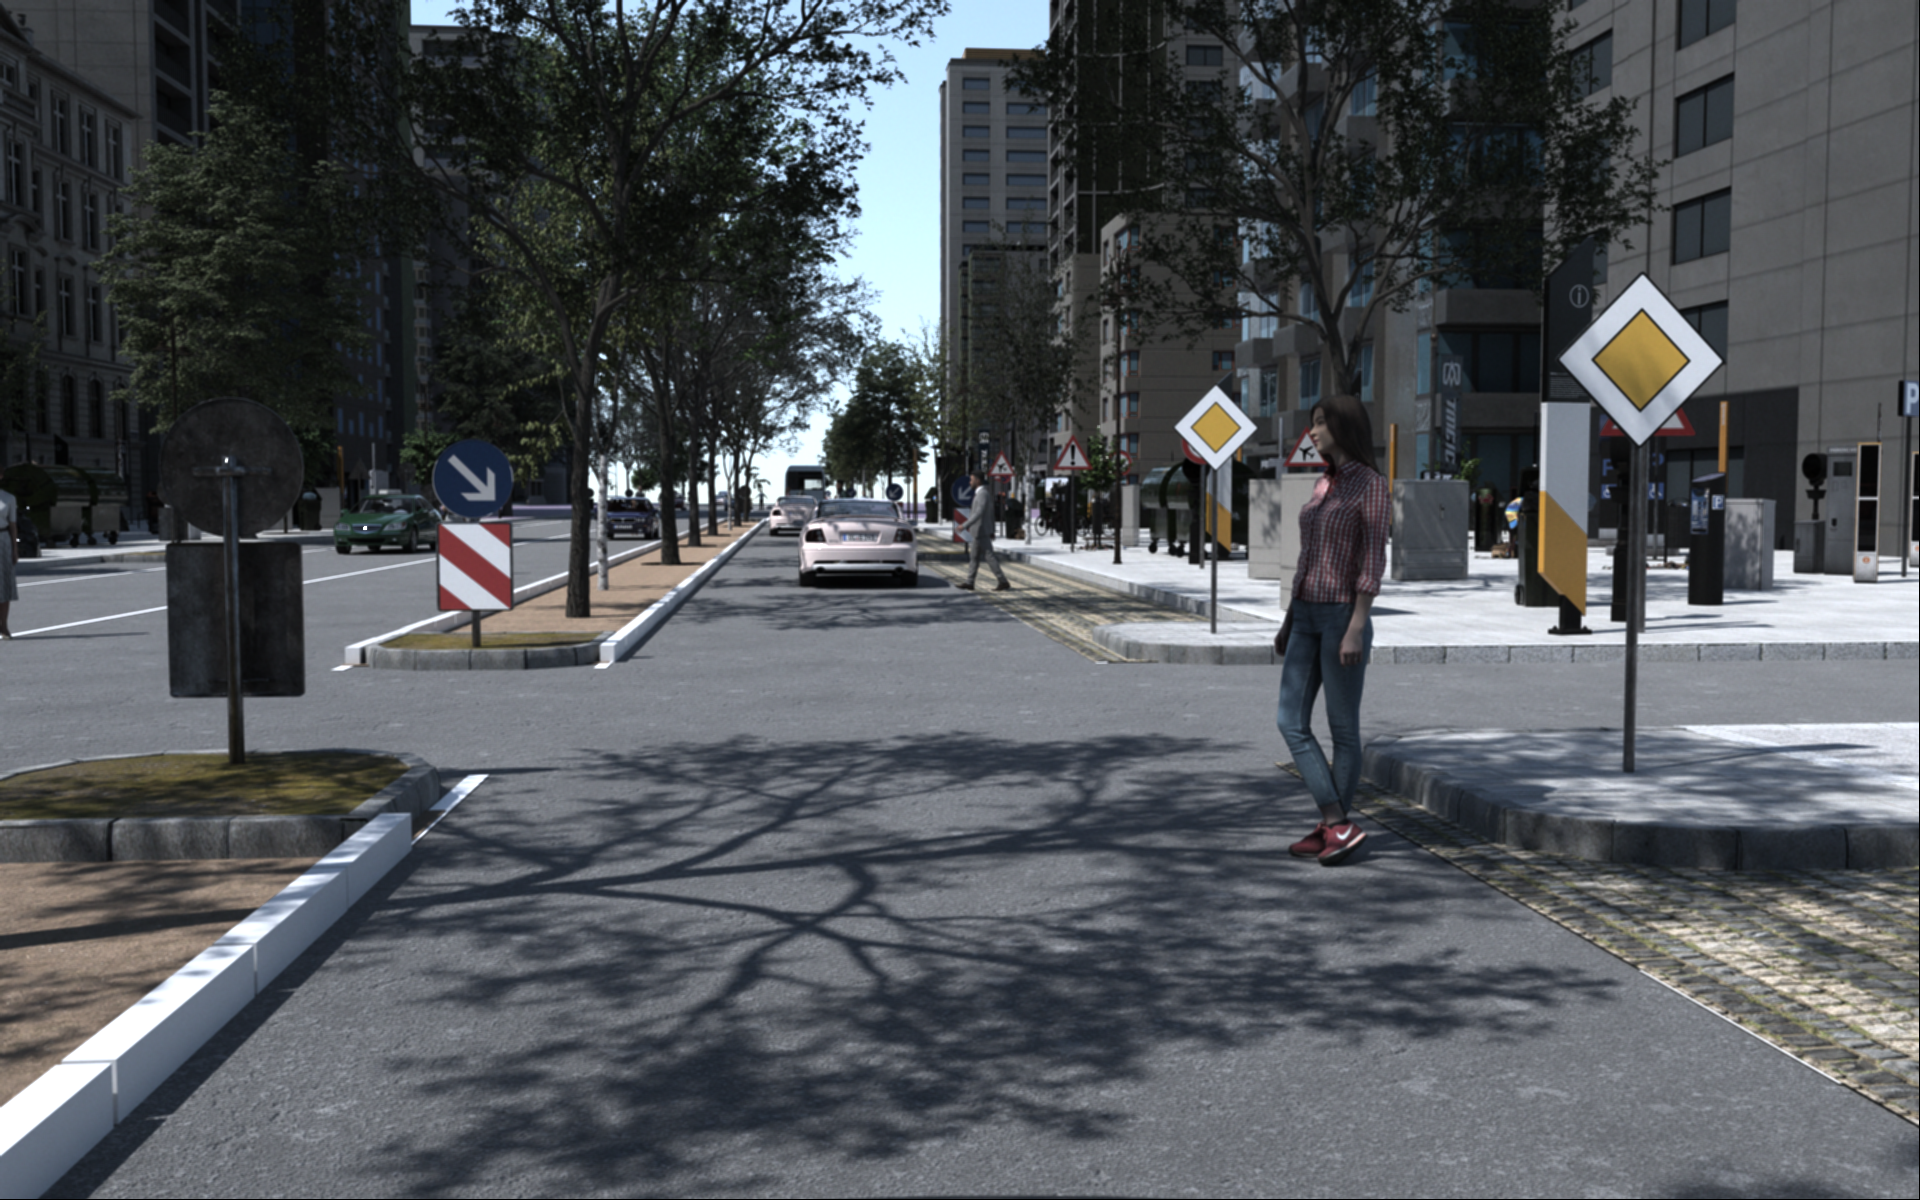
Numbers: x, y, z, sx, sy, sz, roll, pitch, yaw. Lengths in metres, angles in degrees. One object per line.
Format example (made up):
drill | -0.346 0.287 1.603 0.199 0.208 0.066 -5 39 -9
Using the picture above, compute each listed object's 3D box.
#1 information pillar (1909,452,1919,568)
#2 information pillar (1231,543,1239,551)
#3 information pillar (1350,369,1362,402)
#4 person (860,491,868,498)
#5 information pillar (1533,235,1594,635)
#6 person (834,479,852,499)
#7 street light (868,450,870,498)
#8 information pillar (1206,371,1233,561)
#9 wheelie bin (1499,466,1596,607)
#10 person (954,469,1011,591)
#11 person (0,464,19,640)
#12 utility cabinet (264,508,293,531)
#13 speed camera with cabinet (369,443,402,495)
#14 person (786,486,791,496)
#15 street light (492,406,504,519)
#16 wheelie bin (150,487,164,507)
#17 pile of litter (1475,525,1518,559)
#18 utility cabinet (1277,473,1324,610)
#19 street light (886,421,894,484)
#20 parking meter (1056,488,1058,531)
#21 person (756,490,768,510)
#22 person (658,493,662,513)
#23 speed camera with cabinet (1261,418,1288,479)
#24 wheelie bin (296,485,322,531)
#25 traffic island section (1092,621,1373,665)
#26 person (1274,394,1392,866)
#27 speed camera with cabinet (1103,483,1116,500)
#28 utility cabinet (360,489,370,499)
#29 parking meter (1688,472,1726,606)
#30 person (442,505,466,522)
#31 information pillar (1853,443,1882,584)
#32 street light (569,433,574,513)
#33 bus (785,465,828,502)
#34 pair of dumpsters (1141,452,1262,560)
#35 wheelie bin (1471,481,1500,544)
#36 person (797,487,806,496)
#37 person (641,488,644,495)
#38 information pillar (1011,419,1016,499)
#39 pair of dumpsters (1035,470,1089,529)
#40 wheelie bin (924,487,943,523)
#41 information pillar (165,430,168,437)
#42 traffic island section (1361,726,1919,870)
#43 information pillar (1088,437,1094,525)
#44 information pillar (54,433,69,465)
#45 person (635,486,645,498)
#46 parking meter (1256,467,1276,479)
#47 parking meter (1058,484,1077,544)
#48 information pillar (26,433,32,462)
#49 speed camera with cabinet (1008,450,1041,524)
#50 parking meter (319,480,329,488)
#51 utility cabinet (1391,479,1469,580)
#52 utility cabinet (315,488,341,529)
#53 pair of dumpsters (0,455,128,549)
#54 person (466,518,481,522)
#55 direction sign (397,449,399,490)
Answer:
information pillar | 16.830 -1.575 30.249 0.304 2.012 0.304 -2 4 -34
information pillar | 6.164 -2.131 39.328 0.304 2.012 0.304 2 4 25
information pillar | 7.350 -2.513 32.435 0.183 3.616 0.504 3 5 44
person | -4.718 -4.581 85.210 0.589 1.601 0.330 0 4 -1
information pillar | 5.508 -1.491 15.726 0.504 3.616 0.183 -1 4 -18
person | -3.186 -2.324 46.488 0.713 1.824 0.794 0 4 -2
street light | -7.225 -10.063 137.315 0.468 5.910 1.993 0 4 -5
information pillar | 4.962 -2.550 33.042 0.504 3.616 0.183 -1 4 -12
wheelie bin | 6.763 -0.728 19.804 0.980 1.594 0.693 1 4 9
person | 0.329 -1.020 25.459 0.850 1.792 0.678 0 4 6
person | -9.460 -0.480 16.923 0.480 1.755 0.524 -3 4 -37
utility cabinet | -24.160 -3.063 61.246 1.020 1.237 0.306 -2 4 -27
speed camera with cabinet | -22.075 -4.416 66.545 0.660 3.252 2.038 -3 4 -37
person | -8.780 -4.929 89.103 0.388 1.821 0.555 -1 4 -16
street light | -24.161 -7.217 90.791 0.468 5.910 1.993 0 4 -5
wheelie bin | -35.291 -4.179 76.236 0.980 1.594 0.693 -2 4 -35
pile of litter | 11.140 -1.264 34.635 1.719 0.858 1.176 1 4 16
utility cabinet | 3.795 -0.602 18.514 0.318 1.500 1.173 -1 4 -11
street light | -4.354 -8.270 107.997 0.468 5.910 1.993 0 4 -5
parking meter | 3.400 -3.041 58.127 0.372 1.533 0.369 0 3 0
person | -17.930 -9.040 156.289 1.348 1.826 0.705 -2 4 -30
person | -15.242 -4.932 89.528 0.661 1.777 0.834 -3 4 -38
speed camera with cabinet | 8.079 -3.134 45.579 0.660 3.252 2.038 0 4 -5
wheelie bin | -24.421 -3.472 64.671 0.980 1.594 0.693 -3 5 -43
traffic island section | 2.354 0.386 15.962 2.009 0.180 2.903 0 4 -5
person | 1.446 0.102 6.840 0.388 1.821 0.555 -2 4 -34
speed camera with cabinet | 8.643 -5.975 92.028 2.038 3.252 0.660 0 4 1
utility cabinet | -27.953 -4.504 82.321 1.173 1.500 0.318 2 4 24
parking meter | 8.646 -0.712 20.045 0.372 1.533 0.369 0 3 0
person | -8.885 -1.315 30.564 0.524 1.755 0.480 3 5 41
information pillar | 13.063 -1.251 24.942 0.304 2.012 0.304 2 4 24
street light | -26.948 -9.025 120.346 0.468 5.910 1.993 0 4 -5
bus | -10.412 -7.493 117.372 2.948 3.499 13.247 0 4 -4
pair of dumpsters | 4.901 -2.015 35.436 1.574 2.255 4.437 0 4 -6
wheelie bin | 12.590 -2.044 41.328 0.693 1.594 0.980 2 4 31
person | -8.065 -4.898 88.687 0.635 1.810 0.391 1 4 21
person | -18.595 -5.598 100.543 0.721 1.766 1.217 -2 4 -30
information pillar | 1.640 -3.751 52.680 0.183 3.616 0.504 1 4 11
pair of dumpsters | 3.929 -3.875 65.854 1.574 2.255 4.437 0 4 -6
wheelie bin | -1.143 -4.175 76.166 0.693 1.594 0.980 -2 4 -29
information pillar | -24.469 -3.801 53.498 0.183 3.616 0.504 -2 4 -28
traffic island section | 3.107 0.873 8.012 2.009 0.180 2.903 0 4 -5
information pillar | 5.413 -4.912 71.669 0.183 3.616 0.504 2 4 31
information pillar | -34.498 -4.599 66.547 0.504 3.616 0.183 -1 4 -18
person | -14.510 -4.302 79.020 0.590 1.801 0.661 2 4 24
parking meter | 6.495 -1.907 36.890 0.399 1.863 0.255 -1 4 -22
parking meter | 2.845 -2.238 44.997 0.372 1.533 0.369 0 3 0
information pillar | -35.675 -4.591 66.419 0.183 3.616 0.504 -1 4 -19
speed camera with cabinet | 2.805 -4.925 74.858 0.660 3.252 2.038 2 4 29
parking meter | -26.389 -4.051 71.941 0.255 1.863 0.399 1 4 13
utility cabinet | 7.005 -1.045 25.770 1.173 1.500 0.318 -1 4 -22
utility cabinet | -23.102 -3.310 62.792 1.173 1.500 0.318 -3 5 -40
pair of dumpsters | -21.853 -2.424 42.127 1.574 2.255 4.437 0 4 -5
person | -13.043 -2.287 46.459 0.524 1.755 0.480 3 5 39
direction sign | -28.376 -5.838 87.447 0.379 3.537 0.876 -1 4 -16
